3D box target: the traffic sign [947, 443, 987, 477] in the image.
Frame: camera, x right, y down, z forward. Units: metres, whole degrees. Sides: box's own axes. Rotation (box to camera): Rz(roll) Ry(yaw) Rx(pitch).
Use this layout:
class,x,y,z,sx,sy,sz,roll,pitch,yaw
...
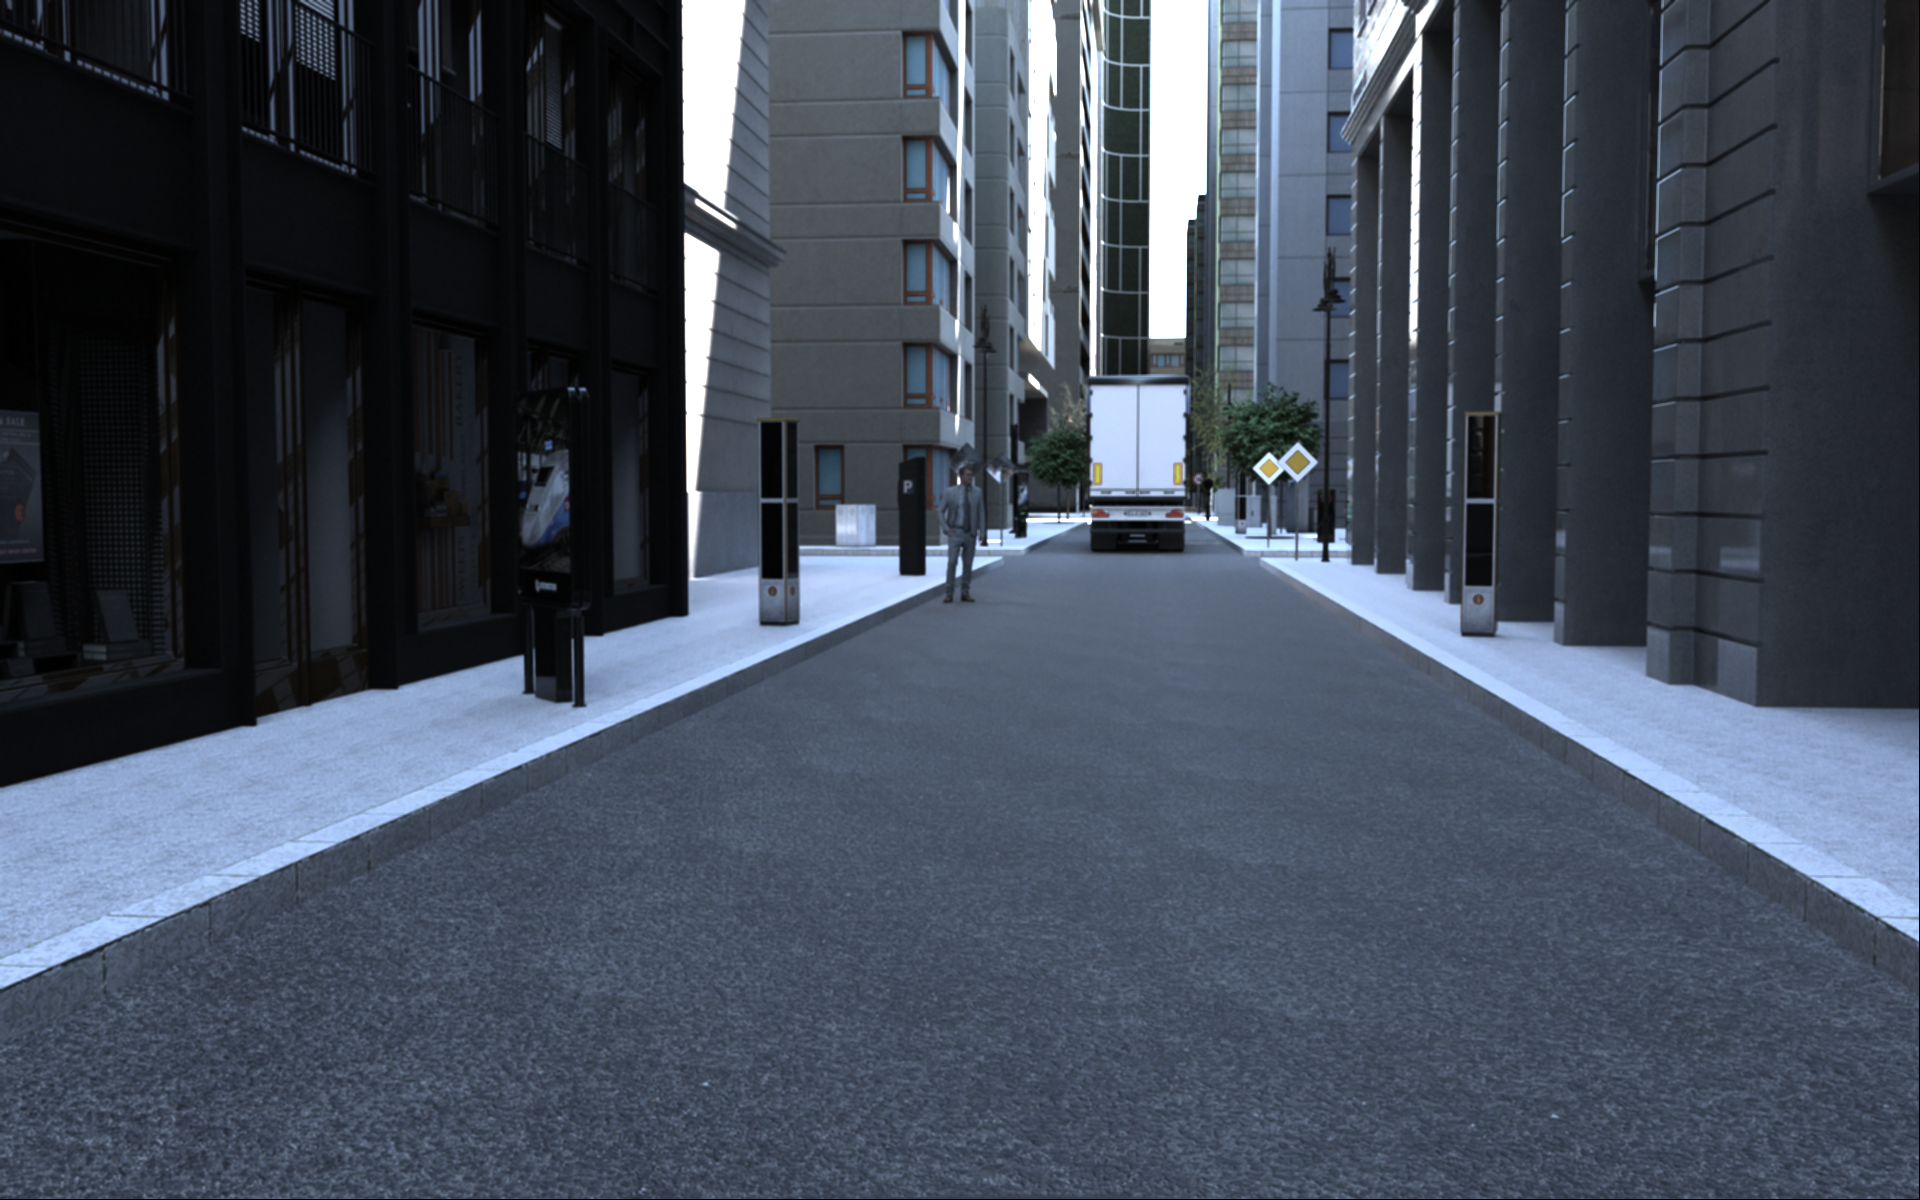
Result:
class,x,y,z,sx,sy,sz,roll,pitch,yaw
traffic sign,0.134,-1.844,33.792,0.795,2.450,0.064,0,4,6

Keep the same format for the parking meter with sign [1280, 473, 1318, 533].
class,x,y,z,sx,sy,sz,roll,pitch,yaw
parking meter with sign,11.111,-3.704,56.825,1.738,3.016,0.543,-3,4,-38

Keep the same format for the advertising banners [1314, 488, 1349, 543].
class,x,y,z,sx,sy,sz,roll,pitch,yaw
advertising banners,10.296,-2.996,45.170,2.074,3.025,0.090,1,4,19

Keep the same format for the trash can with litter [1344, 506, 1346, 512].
class,x,y,z,sx,sy,sz,roll,pitch,yaw
trash can with litter,10.778,-2.179,47.019,0.624,1.170,1.055,1,4,18

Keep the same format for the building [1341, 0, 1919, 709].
class,x,y,z,sx,sy,sz,roll,pitch,yaw
building,10.928,-14.593,16.093,11.434,29.767,29.804,0,4,6

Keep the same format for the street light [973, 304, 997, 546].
class,x,y,z,sx,sy,sz,roll,pitch,yaw
street light,0.614,-4.256,42.366,0.468,5.910,1.993,0,4,6

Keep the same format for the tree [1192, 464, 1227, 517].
class,x,y,z,sx,sy,sz,roll,pitch,yaw
tree,14.334,-6.365,98.672,1.663,3.219,1.824,0,3,0

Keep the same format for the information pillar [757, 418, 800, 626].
class,x,y,z,sx,sy,sz,roll,pitch,yaw
information pillar,-1.771,-0.762,16.943,0.304,2.012,0.304,1,4,21

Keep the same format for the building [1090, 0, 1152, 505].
class,x,y,z,sx,sy,sz,roll,pitch,yaw
building,12.771,-47.187,209.760,20.611,71.187,20.563,0,4,6

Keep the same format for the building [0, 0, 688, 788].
class,x,y,z,sx,sy,sz,roll,pitch,yaw
building,-9.845,-11.055,10.422,12.332,23.373,15.834,0,4,6

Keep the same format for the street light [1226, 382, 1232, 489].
class,x,y,z,sx,sy,sz,roll,pitch,yaw
street light,11.141,-6.058,71.832,0.468,5.910,1.993,0,4,6

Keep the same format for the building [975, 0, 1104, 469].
class,x,y,z,sx,sy,sz,roll,pitch,yaw
building,0.560,-36.014,178.061,27.495,52.752,28.713,0,4,6

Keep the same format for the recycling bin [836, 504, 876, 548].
class,x,y,z,sx,sy,sz,roll,pitch,yaw
recycling bin,-2.525,-1.797,41.931,0.722,1.027,0.722,2,4,34

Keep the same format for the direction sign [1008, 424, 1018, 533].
class,x,y,z,sx,sy,sz,roll,pitch,yaw
direction sign,1.767,-3.946,56.517,0.379,3.537,0.876,-1,4,-11

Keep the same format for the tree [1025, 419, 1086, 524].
class,x,y,z,sx,sy,sz,roll,pitch,yaw
tree,4.433,-5.643,75.979,4.285,4.588,4.351,0,3,0

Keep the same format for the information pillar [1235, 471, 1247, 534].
class,x,y,z,sx,sy,sz,roll,pitch,yaw
information pillar,9.039,-3.132,55.698,0.304,2.012,0.304,-1,4,-9

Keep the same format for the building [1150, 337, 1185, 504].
class,x,y,z,sx,sy,sz,roll,pitch,yaw
building,37.849,-22.498,212.882,28.899,21.520,27.650,0,4,6

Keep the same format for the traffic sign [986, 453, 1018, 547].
class,x,y,z,sx,sy,sz,roll,pitch,yaw
traffic sign,1.005,-2.329,41.729,0.795,2.450,0.064,0,4,6

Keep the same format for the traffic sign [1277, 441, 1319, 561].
class,x,y,z,sx,sy,sz,roll,pitch,yaw
traffic sign,6.438,-1.801,33.082,0.795,2.450,0.064,0,4,6

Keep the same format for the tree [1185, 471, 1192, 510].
class,x,y,z,sx,sy,sz,roll,pitch,yaw
tree,17.972,-8.153,127.900,1.663,3.219,1.824,0,3,0

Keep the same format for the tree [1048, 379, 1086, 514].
class,x,y,z,sx,sy,sz,roll,pitch,yaw
tree,7.286,-9.785,110.350,4.360,8.622,3.978,0,3,0

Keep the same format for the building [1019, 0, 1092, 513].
class,x,y,z,sx,sy,sz,roll,pitch,yaw
building,-1.343,-30.835,127.859,21.300,48.544,21.600,0,4,6

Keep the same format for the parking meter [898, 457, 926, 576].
class,x,y,z,sx,sy,sz,roll,pitch,yaw
parking meter,-0.760,-1.325,27.381,0.399,1.863,0.255,2,4,34

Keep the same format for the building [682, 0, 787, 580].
class,x,y,z,sx,sy,sz,roll,pitch,yaw
building,-15.116,-14.621,26.445,23.554,28.519,14.401,0,4,6

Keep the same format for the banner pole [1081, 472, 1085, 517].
class,x,y,z,sx,sy,sz,roll,pitch,yaw
banner pole,6.818,-6.495,96.213,0.401,3.779,0.863,-1,4,-12

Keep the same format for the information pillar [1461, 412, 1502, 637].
class,x,y,z,sx,sy,sz,roll,pitch,yaw
information pillar,4.704,-0.681,15.634,0.304,2.012,0.304,1,4,21

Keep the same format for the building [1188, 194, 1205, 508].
class,x,y,z,sx,sy,sz,roll,pitch,yaw
building,29.756,-24.241,168.047,14.160,30.474,14.107,0,4,6

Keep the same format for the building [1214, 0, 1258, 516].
class,x,y,z,sx,sy,sz,roll,pitch,yaw
building,22.937,-25.919,107.369,14.154,41.232,14.086,0,4,6

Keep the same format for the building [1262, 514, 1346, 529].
class,x,y,z,sx,sy,sz,roll,pitch,yaw
building,23.661,-32.626,75.441,21.231,58.520,28.212,0,4,6

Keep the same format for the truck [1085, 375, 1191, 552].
class,x,y,z,sx,sy,sz,roll,pitch,yaw
truck,4.783,-3.519,46.445,2.839,4.237,11.283,0,4,6

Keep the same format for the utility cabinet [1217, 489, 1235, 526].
class,x,y,z,sx,sy,sz,roll,pitch,yaw
utility cabinet,10.822,-3.708,69.312,0.318,1.500,1.173,-3,4,-36

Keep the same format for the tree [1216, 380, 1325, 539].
class,x,y,z,sx,sy,sz,roll,pitch,yaw
tree,9.031,-4.065,50.180,4.285,4.588,4.351,0,3,0

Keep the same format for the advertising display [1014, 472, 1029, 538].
class,x,y,z,sx,sy,sz,roll,pitch,yaw
advertising display,1.791,-2.787,50.782,0.123,1.923,0.974,1,4,21

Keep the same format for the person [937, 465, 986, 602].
class,x,y,z,sx,sy,sz,roll,pitch,yaw
person,0.028,-0.885,23.070,0.635,1.810,0.391,-1,4,-22

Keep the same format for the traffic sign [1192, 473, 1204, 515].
class,x,y,z,sx,sy,sz,roll,pitch,yaw
traffic sign,14.276,-6.334,103.671,0.768,2.556,0.104,1,4,15

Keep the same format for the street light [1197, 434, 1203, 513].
class,x,y,z,sx,sy,sz,roll,pitch,yaw
street light,15.901,-8.681,114.726,0.468,5.910,1.993,0,4,6

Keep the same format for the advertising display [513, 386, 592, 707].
class,x,y,z,sx,sy,sz,roll,pitch,yaw
advertising display,-2.534,-0.338,10.748,0.123,1.923,0.974,-2,4,-34

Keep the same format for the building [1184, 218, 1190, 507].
class,x,y,z,sx,sy,sz,roll,pitch,yaw
building,30.713,-25.122,182.445,14.160,30.474,14.107,0,4,6

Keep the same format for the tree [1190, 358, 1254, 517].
class,x,y,z,sx,sy,sz,roll,pitch,yaw
tree,13.985,-8.829,94.718,4.737,8.622,4.395,0,3,0

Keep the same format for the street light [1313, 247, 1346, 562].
class,x,y,z,sx,sy,sz,roll,pitch,yaw
street light,6.923,-3.660,32.627,0.468,5.910,1.993,0,4,6

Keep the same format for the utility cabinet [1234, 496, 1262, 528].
class,x,y,z,sx,sy,sz,roll,pitch,yaw
utility cabinet,11.005,-3.361,66.117,1.020,1.237,0.306,1,4,22

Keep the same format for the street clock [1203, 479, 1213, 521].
class,x,y,z,sx,sy,sz,roll,pitch,yaw
street clock,12.024,-4.857,83.984,0.471,2.002,0.358,0,4,-5

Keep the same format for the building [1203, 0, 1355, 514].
class,x,y,z,sx,sy,sz,roll,pitch,yaw
building,31.260,-36.929,145.780,21.231,58.520,28.212,0,4,6

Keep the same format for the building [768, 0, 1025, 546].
class,x,y,z,sx,sy,sz,roll,pitch,yaw
building,-12.665,-13.015,57.834,27.650,21.520,28.899,0,4,6

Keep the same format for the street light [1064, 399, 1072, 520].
class,x,y,z,sx,sy,sz,roll,pitch,yaw
street light,5.282,-6.843,84.666,0.468,5.910,1.993,0,4,6

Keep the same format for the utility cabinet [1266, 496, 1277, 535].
class,x,y,z,sx,sy,sz,roll,pitch,yaw
utility cabinet,9.834,-2.662,54.687,0.306,1.237,1.020,0,4,8

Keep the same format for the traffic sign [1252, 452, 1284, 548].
class,x,y,z,sx,sy,sz,roll,pitch,yaw
traffic sign,7.309,-2.286,41.020,0.795,2.450,0.064,0,4,6
